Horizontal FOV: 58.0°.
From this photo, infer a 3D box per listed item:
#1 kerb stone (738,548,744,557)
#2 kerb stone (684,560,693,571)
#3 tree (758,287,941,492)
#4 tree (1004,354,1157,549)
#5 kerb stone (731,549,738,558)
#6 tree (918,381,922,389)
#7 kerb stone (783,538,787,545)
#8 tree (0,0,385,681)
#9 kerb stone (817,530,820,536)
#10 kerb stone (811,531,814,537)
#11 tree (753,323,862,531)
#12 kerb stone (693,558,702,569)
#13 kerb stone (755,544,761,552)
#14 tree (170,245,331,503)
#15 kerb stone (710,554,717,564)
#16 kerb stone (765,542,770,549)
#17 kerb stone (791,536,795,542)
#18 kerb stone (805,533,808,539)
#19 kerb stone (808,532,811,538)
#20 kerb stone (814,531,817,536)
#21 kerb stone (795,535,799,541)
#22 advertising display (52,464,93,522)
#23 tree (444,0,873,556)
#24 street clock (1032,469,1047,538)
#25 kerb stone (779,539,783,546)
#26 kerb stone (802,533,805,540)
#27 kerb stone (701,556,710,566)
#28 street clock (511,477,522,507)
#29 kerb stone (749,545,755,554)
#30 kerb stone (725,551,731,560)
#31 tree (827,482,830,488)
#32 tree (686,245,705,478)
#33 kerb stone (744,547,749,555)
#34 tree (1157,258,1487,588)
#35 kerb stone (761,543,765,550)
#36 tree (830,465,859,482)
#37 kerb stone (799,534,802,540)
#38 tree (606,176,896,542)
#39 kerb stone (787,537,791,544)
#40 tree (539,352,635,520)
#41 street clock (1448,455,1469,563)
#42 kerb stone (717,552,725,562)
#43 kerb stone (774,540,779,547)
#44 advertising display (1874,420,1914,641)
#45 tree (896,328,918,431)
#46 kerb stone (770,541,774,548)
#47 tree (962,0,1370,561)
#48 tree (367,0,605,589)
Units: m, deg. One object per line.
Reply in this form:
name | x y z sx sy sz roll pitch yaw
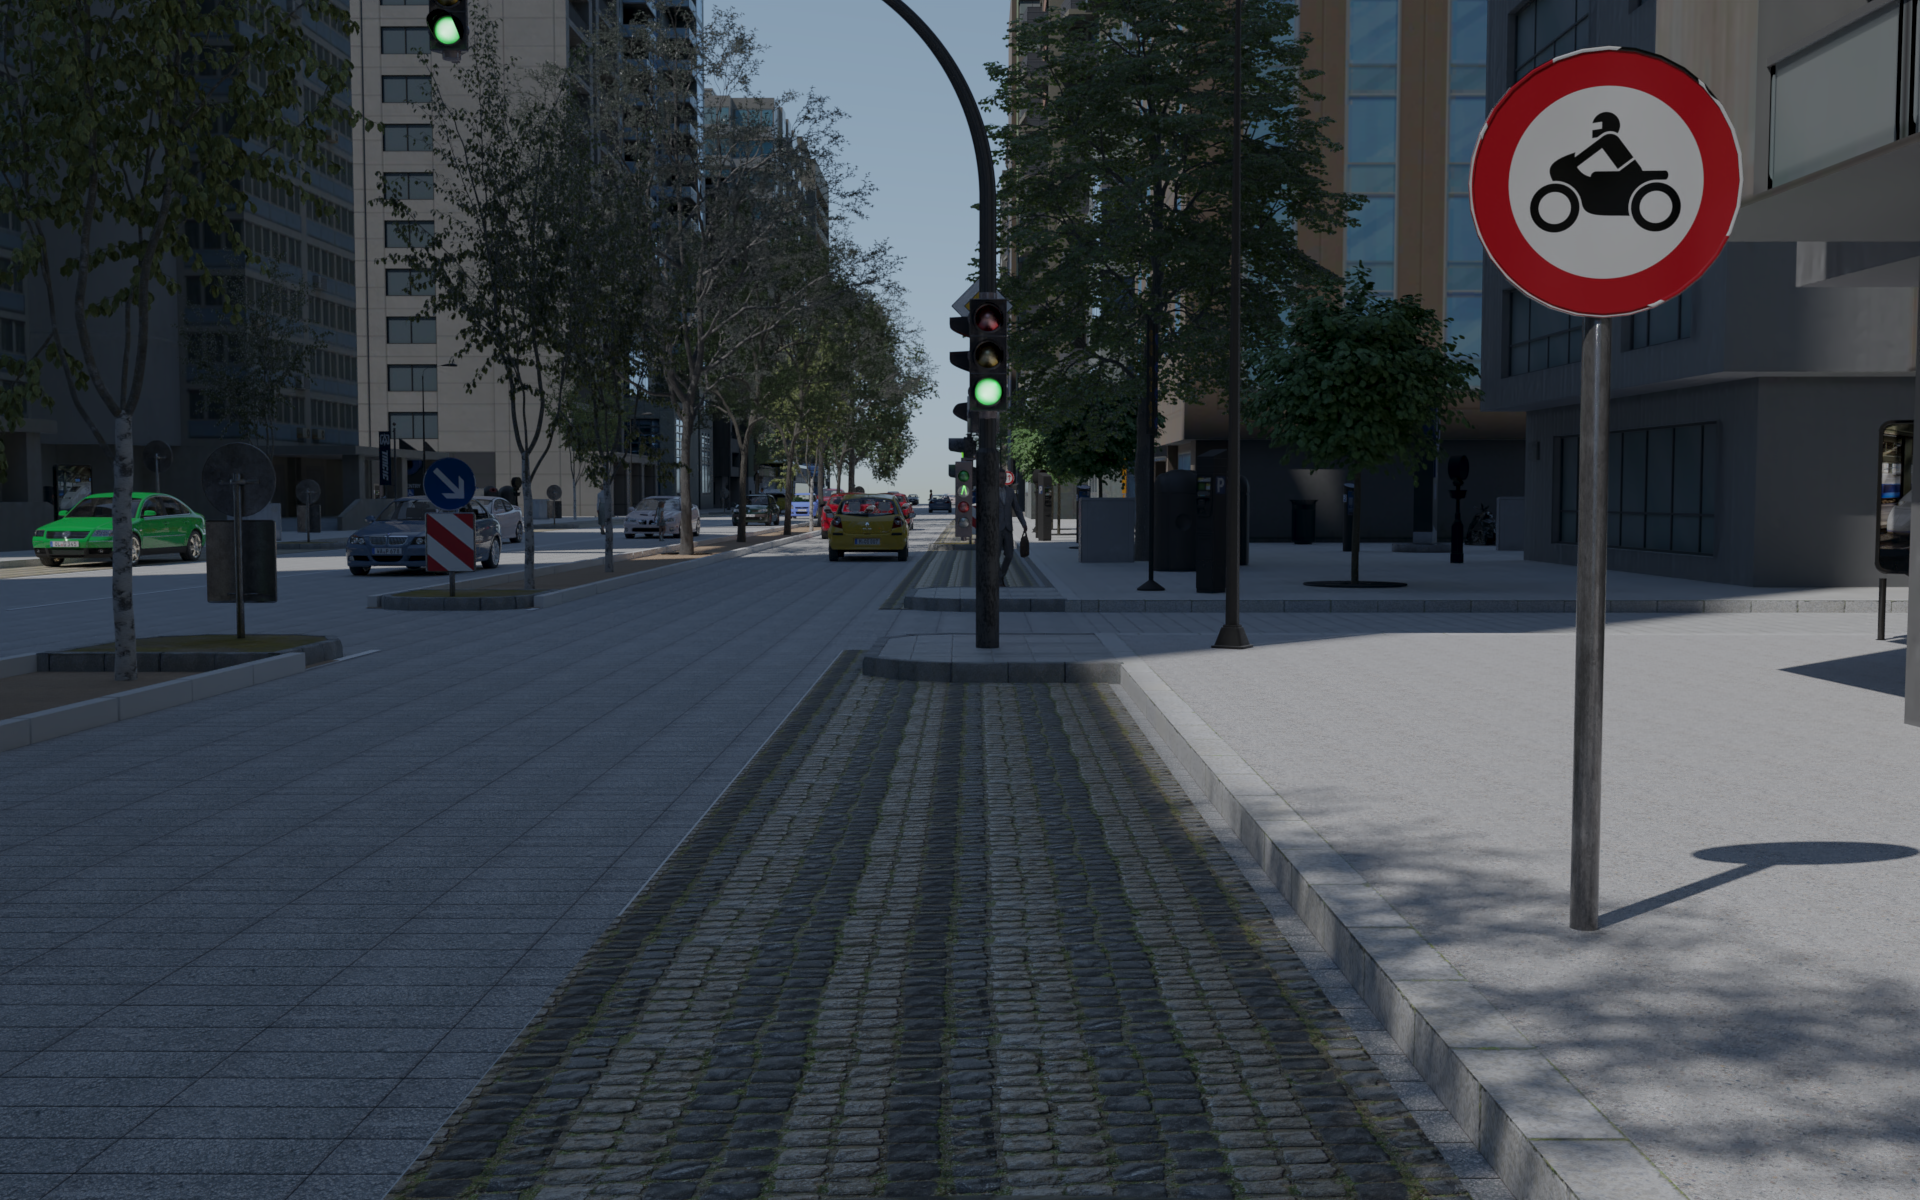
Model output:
kerb stone | -5.138 -1.068 39.671 0.120 0.150 1.000 0 4 0
kerb stone | -5.196 -0.629 32.487 0.120 0.150 1.000 0 4 0
tree | -5.852 -10.628 93.226 9.611 12.733 9.660 0 3 0
tree | 3.274 -3.485 40.693 4.285 4.588 4.351 0 3 0
kerb stone | -5.143 -1.006 38.647 0.120 0.150 1.000 0 4 0
tree | -6.056 -9.036 84.602 8.767 10.594 7.601 0 4 0
kerb stone | -5.059 -1.628 48.909 0.120 0.150 1.000 0 4 0
tree | -6.425 -3.695 13.239 4.737 8.622 4.395 0 3 0
kerb stone | -4.976 -2.261 59.158 0.120 0.150 1.000 0 4 0
kerb stone | -4.996 -2.135 57.107 0.120 0.150 1.000 0 4 0
tree | -5.692 -6.917 65.918 4.737 8.622 4.395 0 3 0
kerb stone | -5.188 -0.687 33.510 0.120 0.150 1.000 0 4 0
kerb stone | -5.108 -1.255 42.748 0.120 0.150 1.000 0 4 0
tree | -20.456 -6.116 50.354 4.360 8.622 3.978 0 3 0
kerb stone | -5.172 -0.817 35.561 0.120 0.150 1.000 0 4 0
kerb stone | -5.098 -1.382 44.794 0.120 0.150 1.000 0 4 0
kerb stone | -5.049 -1.756 50.954 0.120 0.150 1.000 0 4 0
kerb stone | -5.011 -2.010 55.056 0.120 0.150 1.000 0 4 0
kerb stone | -5.004 -2.073 56.081 0.120 0.150 1.000 0 4 0
kerb stone | -4.985 -2.198 58.136 0.120 0.150 1.000 0 4 0
kerb stone | -5.033 -1.822 51.983 0.120 0.150 1.000 0 4 0
advertising display | -19.177 -1.973 37.474 0.123 1.923 0.974 1 4 18
tree | -6.439 -7.800 40.358 12.009 13.543 11.850 0 3 0
street clock | 2.325 -2.801 50.370 0.358 2.002 0.471 3 5 40
kerb stone | -5.071 -1.571 47.876 0.120 0.150 1.000 0 4 0
kerb stone | -5.009 -1.942 54.034 0.120 0.150 1.000 0 4 0
kerb stone | -5.177 -0.754 34.540 0.120 0.150 1.000 0 4 0
street clock | -18.792 -4.212 73.428 0.358 2.002 0.471 1 4 21
kerb stone | -5.122 -1.188 41.723 0.120 0.150 1.000 0 4 0
kerb stone | -5.153 -0.941 37.617 0.120 0.150 1.000 0 4 0
tree | -17.840 -14.448 230.828 1.663 3.219 1.824 0 3 0
tree | -6.380 -4.786 31.078 4.360 8.622 3.978 0 3 0
kerb stone | -5.136 -1.131 40.701 0.120 0.150 1.000 0 4 0
tree | 5.577 -2.471 24.109 4.285 4.588 4.351 0 3 0
kerb stone | -5.105 -1.320 43.772 0.120 0.150 1.000 0 4 0
tree | -18.127 -20.244 256.744 9.928 11.665 9.643 0 3 0
kerb stone | -5.030 -1.882 53.005 0.120 0.150 1.000 0 4 0
tree | -6.500 -6.956 50.600 8.767 10.594 7.601 0 4 0
kerb stone | -5.054 -1.696 49.930 0.120 0.150 1.000 0 4 0
tree | -19.085 -8.324 86.467 4.737 8.622 4.395 0 3 0
street clock | 9.217 -1.682 32.066 0.358 2.002 0.471 3 4 39
kerb stone | -5.160 -0.877 36.590 0.120 0.150 1.000 0 4 0
kerb stone | -5.076 -1.508 46.850 0.120 0.150 1.000 0 4 0
advertising display | 8.404 -0.590 14.861 0.974 1.923 0.123 3 5 42
tree | -6.037 -7.507 59.604 8.767 10.594 7.601 0 4 0
kerb stone | -5.094 -1.445 45.824 0.120 0.150 1.000 0 4 0
tree | 3.950 -7.024 32.968 7.486 12.596 7.792 0 3 0
tree | -6.441 -4.444 25.485 4.360 8.622 3.978 0 3 0
